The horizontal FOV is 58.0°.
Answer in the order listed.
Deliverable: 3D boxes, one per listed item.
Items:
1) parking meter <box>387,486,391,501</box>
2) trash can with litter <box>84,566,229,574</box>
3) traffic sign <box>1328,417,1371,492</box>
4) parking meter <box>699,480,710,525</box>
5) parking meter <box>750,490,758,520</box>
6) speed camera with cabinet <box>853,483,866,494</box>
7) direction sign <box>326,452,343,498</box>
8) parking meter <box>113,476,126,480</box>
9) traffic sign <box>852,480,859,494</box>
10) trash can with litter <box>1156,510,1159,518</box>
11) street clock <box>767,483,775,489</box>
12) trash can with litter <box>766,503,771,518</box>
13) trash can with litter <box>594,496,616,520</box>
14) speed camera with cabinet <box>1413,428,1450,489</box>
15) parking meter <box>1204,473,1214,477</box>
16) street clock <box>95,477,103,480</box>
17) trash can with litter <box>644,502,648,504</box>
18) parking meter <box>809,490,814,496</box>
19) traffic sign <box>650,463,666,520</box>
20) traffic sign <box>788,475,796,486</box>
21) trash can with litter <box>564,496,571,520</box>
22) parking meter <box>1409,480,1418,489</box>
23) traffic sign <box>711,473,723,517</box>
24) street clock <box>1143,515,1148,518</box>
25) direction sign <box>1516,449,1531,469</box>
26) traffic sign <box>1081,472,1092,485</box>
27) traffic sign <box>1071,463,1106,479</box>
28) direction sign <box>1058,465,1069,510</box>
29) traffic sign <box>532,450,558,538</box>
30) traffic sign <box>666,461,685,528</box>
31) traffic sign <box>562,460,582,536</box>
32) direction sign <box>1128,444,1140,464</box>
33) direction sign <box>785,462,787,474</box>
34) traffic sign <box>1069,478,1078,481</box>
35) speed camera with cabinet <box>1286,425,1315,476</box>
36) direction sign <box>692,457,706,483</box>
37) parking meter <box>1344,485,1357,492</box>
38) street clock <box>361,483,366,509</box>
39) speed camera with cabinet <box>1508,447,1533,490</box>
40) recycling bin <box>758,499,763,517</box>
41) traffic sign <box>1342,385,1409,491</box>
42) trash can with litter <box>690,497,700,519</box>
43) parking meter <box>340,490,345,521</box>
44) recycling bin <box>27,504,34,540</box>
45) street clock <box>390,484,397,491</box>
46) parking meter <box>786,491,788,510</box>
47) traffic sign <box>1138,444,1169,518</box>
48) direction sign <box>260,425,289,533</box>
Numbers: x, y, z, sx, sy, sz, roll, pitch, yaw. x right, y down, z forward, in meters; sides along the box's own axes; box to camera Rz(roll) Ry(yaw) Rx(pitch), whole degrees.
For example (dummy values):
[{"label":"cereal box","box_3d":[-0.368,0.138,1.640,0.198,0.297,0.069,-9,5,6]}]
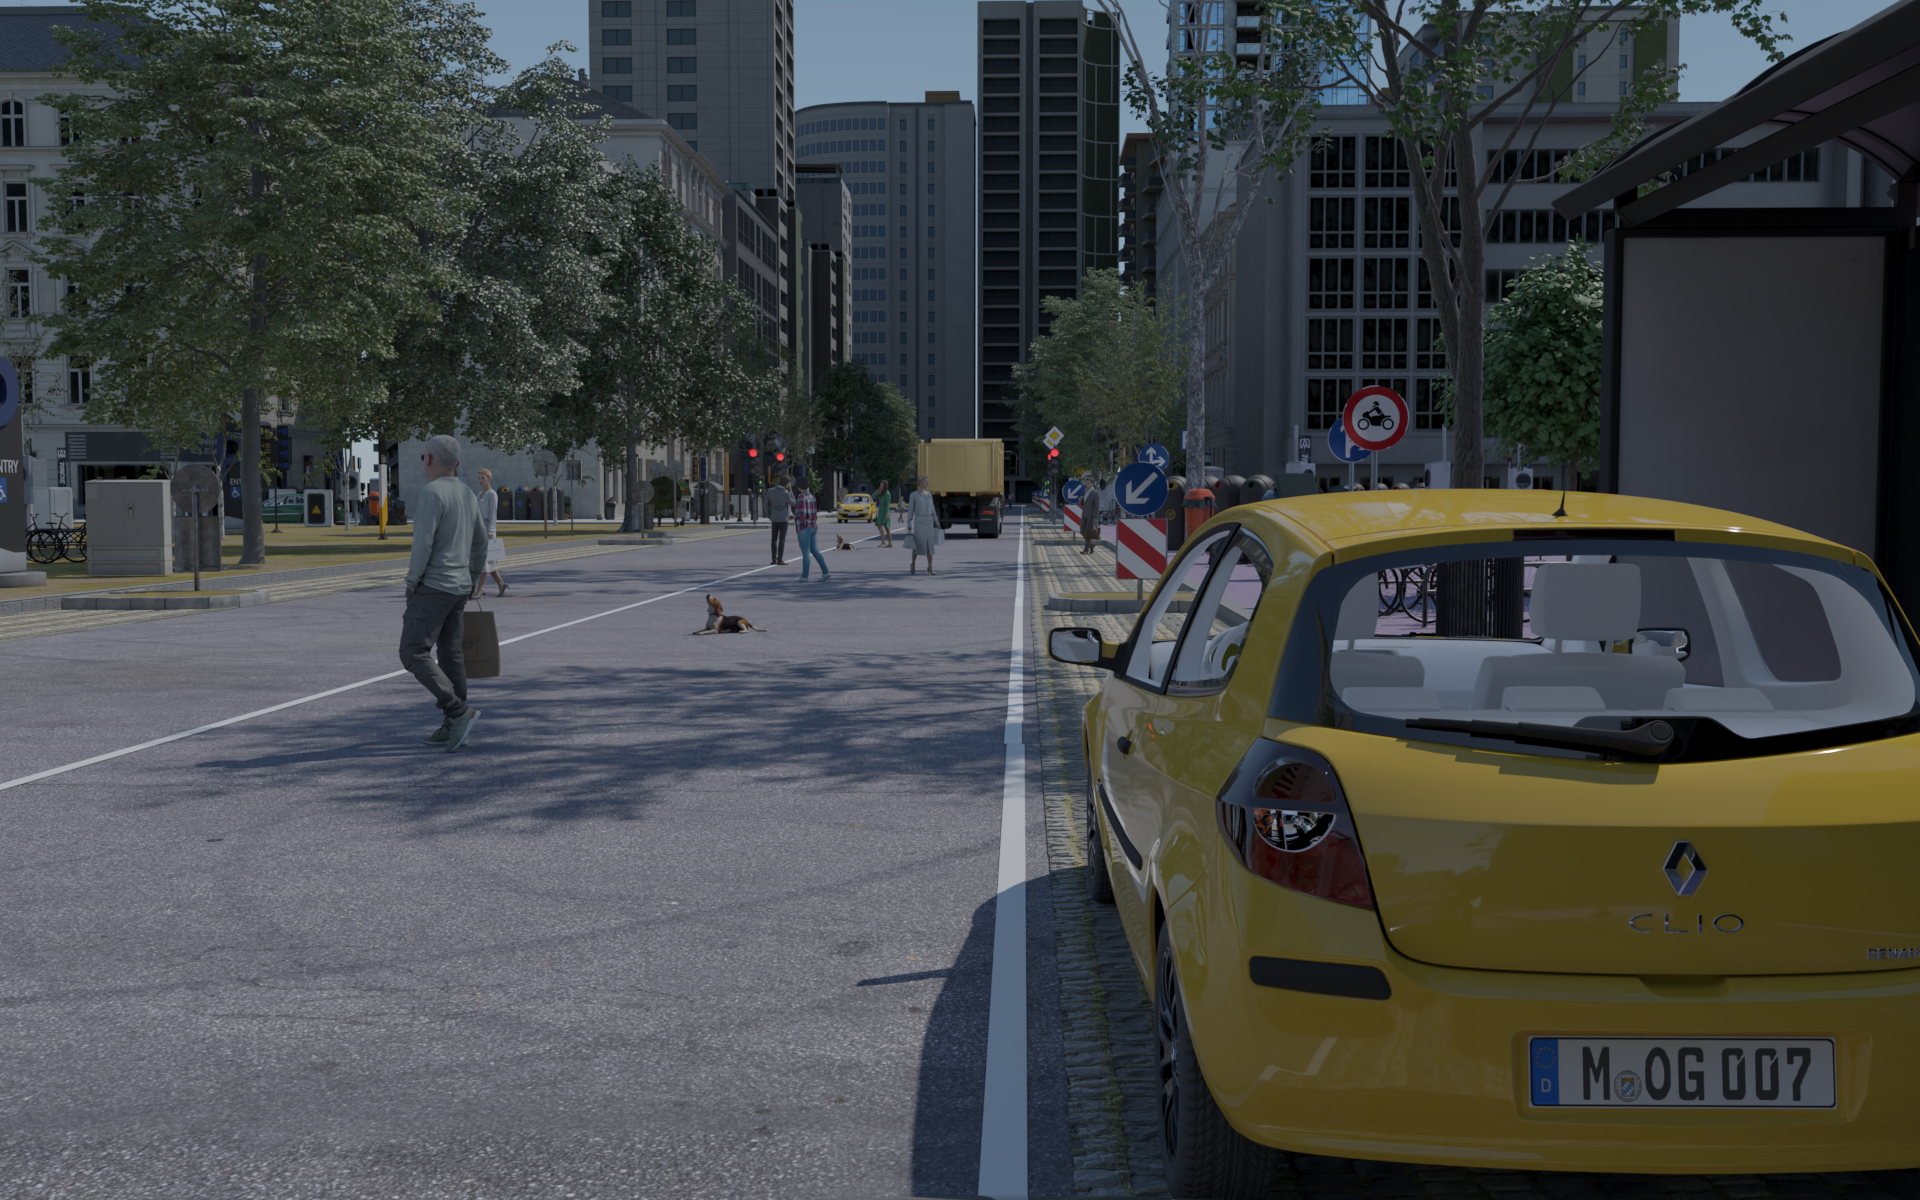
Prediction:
[{"label":"parking meter","box_3d":[-43.020,-7.635,130.541,0.255,1.863,0.399,-1,4,-22]},{"label":"trash can with litter","box_3d":[-13.379,-1.089,28.867,2.233,1.210,1.678,-2,4,-28]},{"label":"traffic sign","box_3d":[6.308,-1.702,27.936,0.768,2.556,0.104,1,4,8]},{"label":"parking meter","box_3d":[-10.767,-4.115,72.985,0.255,1.863,0.399,2,4,33]},{"label":"parking meter","box_3d":[-10.027,-4.650,84.432,0.372,1.533,0.369,0,3,0]},{"label":"speed camera with cabinet","box_3d":[-9.356,-9.823,154.946,2.038,3.252,0.660,-3,4,-38]},{"label":"direction sign","box_3d":[-33.469,-6.159,92.701,0.876,3.537,0.379,0,4,2]},{"label":"parking meter","box_3d":[-27.886,-3.167,57.499,0.399,1.863,0.255,1,4,18]},{"label":"traffic sign","box_3d":[-9.386,-9.394,153.697,0.768,2.556,0.104,0,4,4]},{"label":"trash can with litter","box_3d":[7.095,-3.198,63.347,1.678,1.210,2.233,1,4,22]},{"label":"street clock","box_3d":[-11.950,-6.409,109.363,0.471,2.002,0.358,-1,4,-15]},{"label":"trash can with litter","box_3d":[-9.755,-4.893,91.389,1.055,1.170,0.624,1,4,23]},{"label":"trash can with litter","box_3d":[-17.444,-4.511,85.141,1.055,1.170,0.624,-1,4,-17]},{"label":"speed camera with cabinet","box_3d":[13.540,-3.396,49.868,0.660,3.252,2.038,0,4,0]},{"label":"parking meter","box_3d":[6.549,-2.461,45.956,0.399,1.863,0.255,2,4,24]},{"label":"street clock","box_3d":[-36.322,-4.192,73.107,0.358,2.002,0.471,-3,4,-37]},{"label":"trash can with litter","box_3d":[-15.426,-4.488,84.766,0.624,1.170,1.055,-2,4,-27]},{"label":"parking meter","box_3d":[-9.304,-6.109,108.290,0.372,1.533,0.369,0,3,0]},{"label":"traffic sign","box_3d":[-12.199,-4.281,70.098,0.768,2.556,0.104,1,4,9]},{"label":"traffic sign","box_3d":[-11.419,-7.109,116.338,0.768,2.556,0.104,0,4,8]},{"label":"trash can with litter","box_3d":[-19.673,-4.603,86.653,0.624,1.170,1.055,-1,4,-9]},{"label":"parking meter","box_3d":[18.535,-3.988,70.907,0.399,1.863,0.255,1,4,22]},{"label":"traffic sign","box_3d":[-11.937,-5.080,85.188,0.606,2.300,0.079,0,4,6]},{"label":"street clock","box_3d":[4.945,-2.563,46.475,0.358,2.002,0.471,0,4,6]},{"label":"direction sign","box_3d":[27.625,-5.684,84.924,0.876,3.537,0.379,-1,4,-20]},{"label":"traffic sign","box_3d":[7.237,-6.000,98.202,0.768,2.556,0.104,0,4,8]},{"label":"traffic sign","box_3d":[8.361,-7.262,112.602,2.265,3.308,0.079,0,4,8]},{"label":"direction sign","box_3d":[8.114,-8.806,135.975,0.876,3.537,0.379,-1,4,-20]},{"label":"traffic sign","box_3d":[-11.985,-3.054,50.037,0.768,2.556,0.104,0,4,8]},{"label":"traffic sign","box_3d":[-10.920,-4.052,66.359,0.768,2.556,0.104,1,4,11]},{"label":"traffic sign","box_3d":[-11.717,-3.067,52.277,0.606,2.300,0.079,0,4,6]},{"label":"direction sign","box_3d":[7.899,-5.302,78.690,0.379,3.537,0.876,-2,4,-31]},{"label":"direction sign","box_3d":[-12.270,-7.938,121.789,0.379,3.537,0.876,1,4,9]},{"label":"traffic sign","box_3d":[7.002,-6.395,106.689,0.606,2.300,0.079,0,4,2]},{"label":"speed camera with cabinet","box_3d":[9.205,-3.340,48.943,2.038,3.252,0.660,-3,5,-42]},{"label":"direction sign","box_3d":[-16.090,-7.029,106.914,0.876,3.537,0.379,-1,4,-22]},{"label":"parking meter","box_3d":[10.757,-2.406,47.749,0.372,1.533,0.369,0,3,0]},{"label":"street clock","box_3d":[-37.697,-6.406,109.306,0.358,2.002,0.471,0,4,2]},{"label":"speed camera with cabinet","box_3d":[18.615,-3.992,59.612,2.038,3.252,0.660,0,4,-4]},{"label":"recycling bin","box_3d":[-10.678,-5.075,95.531,0.722,1.027,0.722,-3,5,-39]},{"label":"traffic sign","box_3d":[4.876,-1.241,20.392,0.768,2.556,0.104,0,4,6]},{"label":"trash can with litter","box_3d":[-13.589,-4.673,87.798,0.624,1.170,1.055,1,4,18]},{"label":"parking meter","box_3d":[-29.295,-4.524,82.374,0.372,1.533,0.369,0,3,0]},{"label":"recycling bin","box_3d":[-26.348,-2.235,49.097,0.722,1.027,0.722,1,4,19]},{"label":"street clock","box_3d":[-40.043,-7.211,122.466,0.471,2.002,0.358,-2,4,-25]},{"label":"parking meter","box_3d":[-10.380,-6.010,103.972,0.399,1.863,0.255,1,4,17]},{"label":"traffic sign","box_3d":[4.897,-2.675,43.839,0.768,2.556,0.104,0,4,7]},{"label":"direction sign","box_3d":[-22.592,-3.985,57.146,0.876,3.537,0.379,-1,4,-13]}]
